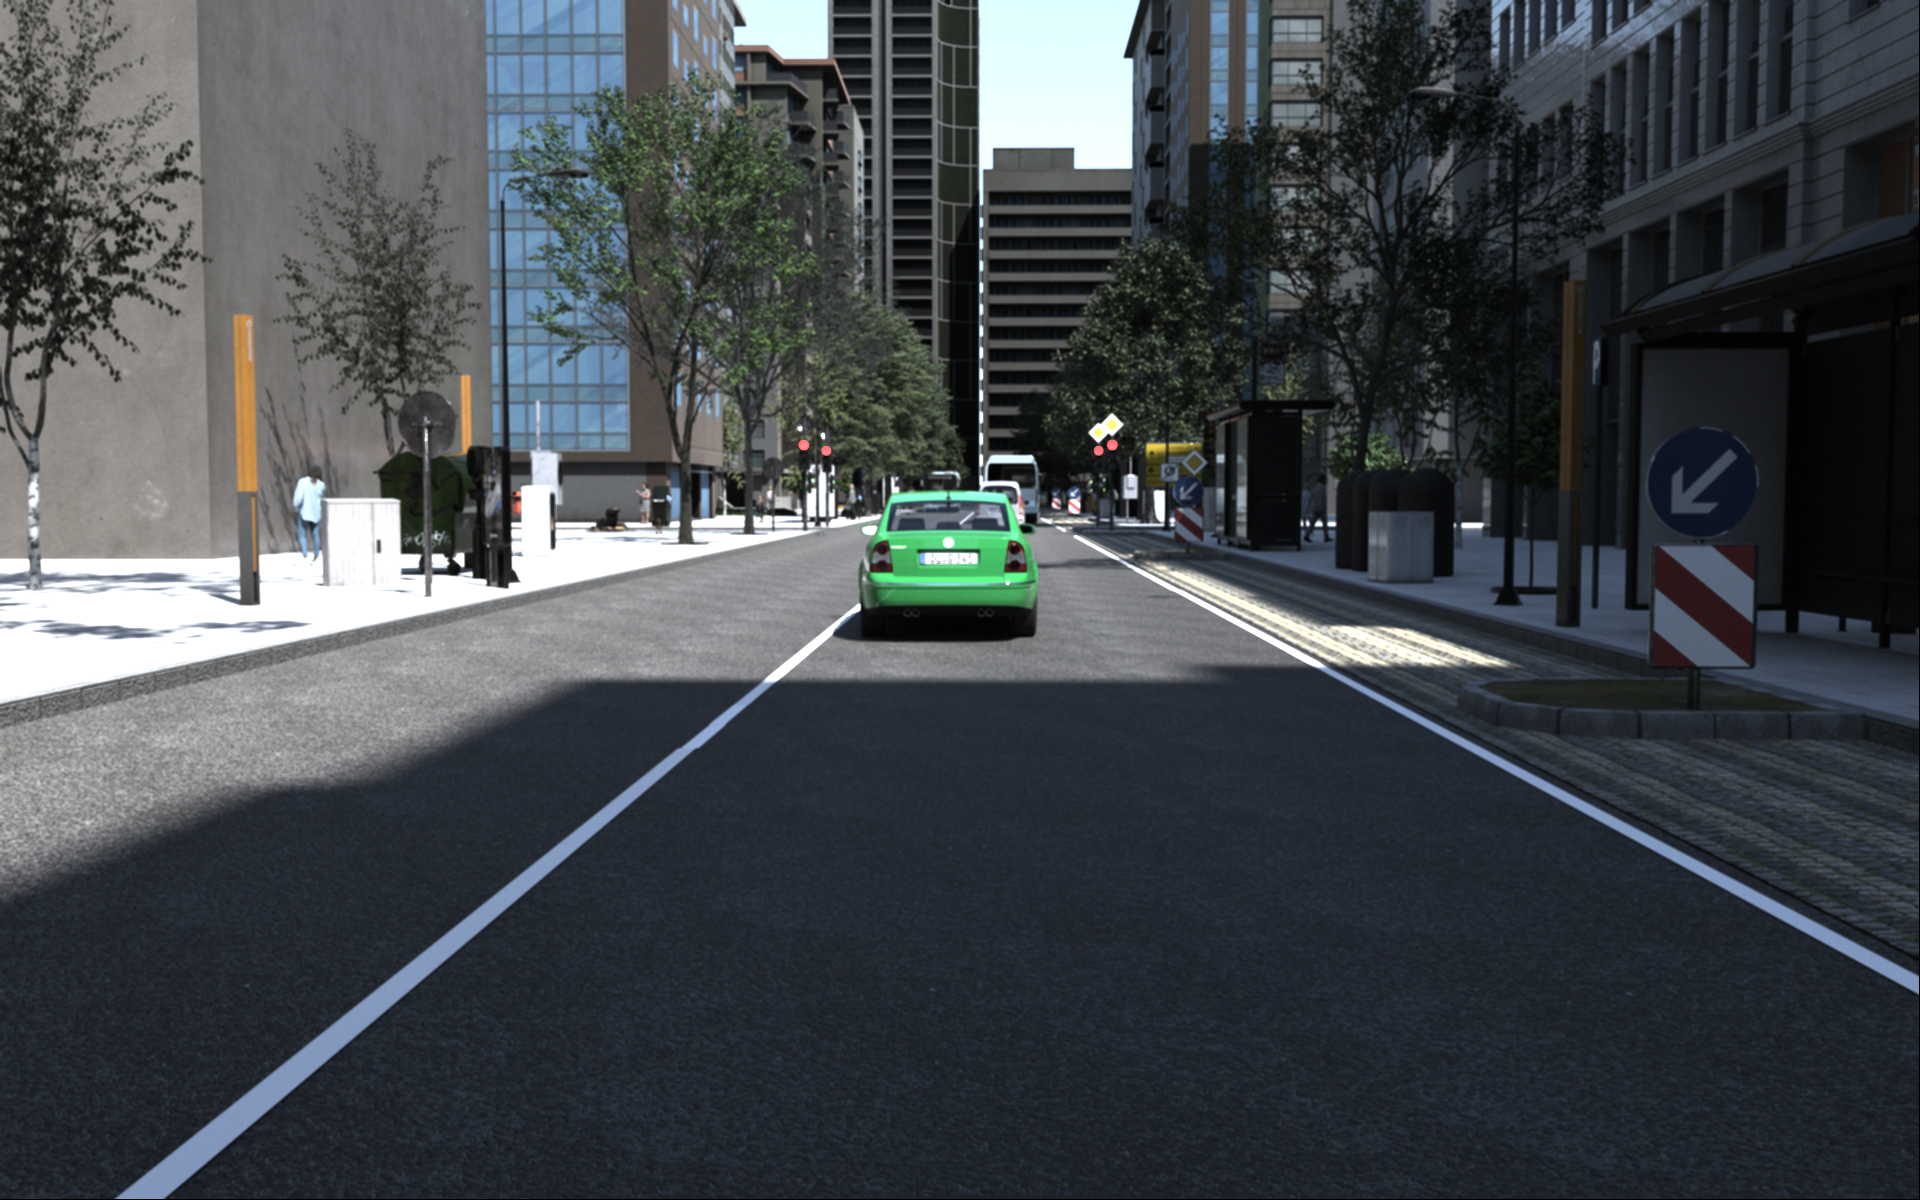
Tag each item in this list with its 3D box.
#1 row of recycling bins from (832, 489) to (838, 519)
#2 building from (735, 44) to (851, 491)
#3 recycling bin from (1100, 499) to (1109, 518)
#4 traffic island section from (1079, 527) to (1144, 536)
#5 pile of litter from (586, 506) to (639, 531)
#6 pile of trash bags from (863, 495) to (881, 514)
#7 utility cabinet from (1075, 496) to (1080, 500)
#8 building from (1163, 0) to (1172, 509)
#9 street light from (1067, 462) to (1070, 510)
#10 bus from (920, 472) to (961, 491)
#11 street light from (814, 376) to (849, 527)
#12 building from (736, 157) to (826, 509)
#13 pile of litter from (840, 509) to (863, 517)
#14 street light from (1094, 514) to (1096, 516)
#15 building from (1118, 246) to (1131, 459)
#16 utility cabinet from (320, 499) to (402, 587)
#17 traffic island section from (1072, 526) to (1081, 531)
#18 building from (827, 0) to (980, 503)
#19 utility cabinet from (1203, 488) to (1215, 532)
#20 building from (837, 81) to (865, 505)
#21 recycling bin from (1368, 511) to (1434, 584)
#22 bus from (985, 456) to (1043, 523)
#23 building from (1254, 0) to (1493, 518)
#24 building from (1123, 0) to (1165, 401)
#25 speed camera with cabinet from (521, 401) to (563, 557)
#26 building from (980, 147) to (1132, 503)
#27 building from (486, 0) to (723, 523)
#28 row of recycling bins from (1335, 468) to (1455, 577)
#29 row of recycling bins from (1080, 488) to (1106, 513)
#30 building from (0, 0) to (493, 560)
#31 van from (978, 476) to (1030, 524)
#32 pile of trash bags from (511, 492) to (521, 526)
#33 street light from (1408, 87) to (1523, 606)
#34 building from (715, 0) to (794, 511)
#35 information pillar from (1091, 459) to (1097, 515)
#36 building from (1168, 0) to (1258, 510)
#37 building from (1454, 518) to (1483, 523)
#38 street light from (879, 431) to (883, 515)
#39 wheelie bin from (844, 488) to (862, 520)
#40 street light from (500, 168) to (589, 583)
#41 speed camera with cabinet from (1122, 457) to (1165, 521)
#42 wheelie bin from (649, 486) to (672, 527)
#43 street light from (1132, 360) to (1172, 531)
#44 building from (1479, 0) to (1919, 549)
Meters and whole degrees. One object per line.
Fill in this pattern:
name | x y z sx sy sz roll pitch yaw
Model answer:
row of recycling bins | -6.804 -5.057 89.802 1.069 1.692 3.534 0 4 -7
building | -22.544 -31.660 172.264 22.147 44.769 28.867 0 4 1
recycling bin | 7.660 -4.820 91.366 0.722 1.027 0.722 1 4 10
traffic island section | 5.302 -2.332 60.406 2.009 0.180 2.903 0 4 1
pile of litter | -12.026 -2.814 59.970 1.719 0.858 1.176 0 4 7
pile of trash bags | -6.078 -6.332 113.280 1.912 1.369 3.447 0 4 -1
utility cabinet | 8.510 -6.825 122.751 1.020 1.237 0.306 -2 4 -29
building | 27.379 -43.879 155.670 20.563 71.187 20.611 0 4 1
street light | 8.435 -10.393 142.462 1.470 5.913 1.316 0 4 1
bus | -1.376 -8.722 137.464 2.948 3.499 13.247 0 4 2
street light | -5.086 -5.861 68.369 1.470 5.913 1.316 0 4 1
building | -19.248 -23.192 150.886 14.160 30.474 14.107 0 4 1
pile of litter | -6.004 -5.127 97.789 1.719 0.858 1.176 -1 4 -19
street light | 7.585 -7.937 102.309 1.470 5.913 1.316 0 4 1
building | 25.451 -26.341 202.379 14.160 30.474 14.107 0 4 1
utility cabinet | -8.351 -0.796 24.182 1.020 1.237 0.306 -3 4 -37
traffic island section | 5.467 -2.820 68.390 2.009 0.180 2.903 0 4 1
building | -7.533 -49.284 244.046 20.611 71.187 20.563 0 4 1
utility cabinet | 8.710 -3.067 58.827 0.318 1.500 1.173 3 5 43
building | -22.389 -35.299 200.848 21.600 48.544 21.300 0 4 1
recycling bin | 6.405 -0.771 25.166 0.722 1.027 0.722 -1 4 -12
bus | 2.776 -5.768 89.174 2.948 3.499 13.247 0 4 3
building | 26.081 -26.219 112.280 14.154 41.232 14.086 0 4 1
building | 32.220 -36.141 180.145 28.713 52.752 27.495 0 4 1
speed camera with cabinet | -8.710 -2.557 36.135 0.660 3.252 2.038 0 4 -5
building | 13.739 -37.987 244.794 21.600 48.544 21.300 0 4 1
building | -19.418 -26.433 82.295 14.600 45.320 14.200 0 4 1
row of recycling bins | 7.069 -1.304 28.441 1.069 1.692 3.534 0 4 -8
row of recycling bins | 9.213 -6.695 116.579 1.069 1.692 3.534 3 4 37
building | -31.446 -14.586 42.993 34.151 26.468 19.350 0 4 1
van | 1.312 -3.092 57.560 2.013 2.044 4.112 0 4 1
pile of trash bags | -18.619 -3.646 69.367 3.447 1.369 1.912 3 4 36
street light | 5.821 -2.899 19.938 1.470 5.913 1.316 0 4 1
building | -27.973 -25.871 114.869 32.217 40.220 23.993 0 4 1
information pillar | 8.101 -6.934 104.723 0.183 3.616 0.504 -2 4 -27
building | 23.850 -29.614 134.307 14.600 45.320 14.200 0 4 1
building | 27.429 -24.212 79.461 14.086 41.232 14.154 0 4 1
street light | -4.309 -8.285 108.005 1.470 5.913 1.316 0 4 1
wheelie bin | -5.278 -4.756 85.675 0.980 1.594 0.693 1 4 13
street light | -5.995 -3.201 24.877 1.470 5.913 1.316 0 4 1
speed camera with cabinet | 8.811 -5.431 83.137 2.038 3.252 0.660 0 4 -7
wheelie bin | -11.826 -3.708 68.527 0.980 1.594 0.693 1 4 12
street light | 6.662 -5.362 60.203 1.470 5.913 1.316 0 4 1
building | 20.850 -15.848 36.610 11.434 29.767 29.804 0 4 1
